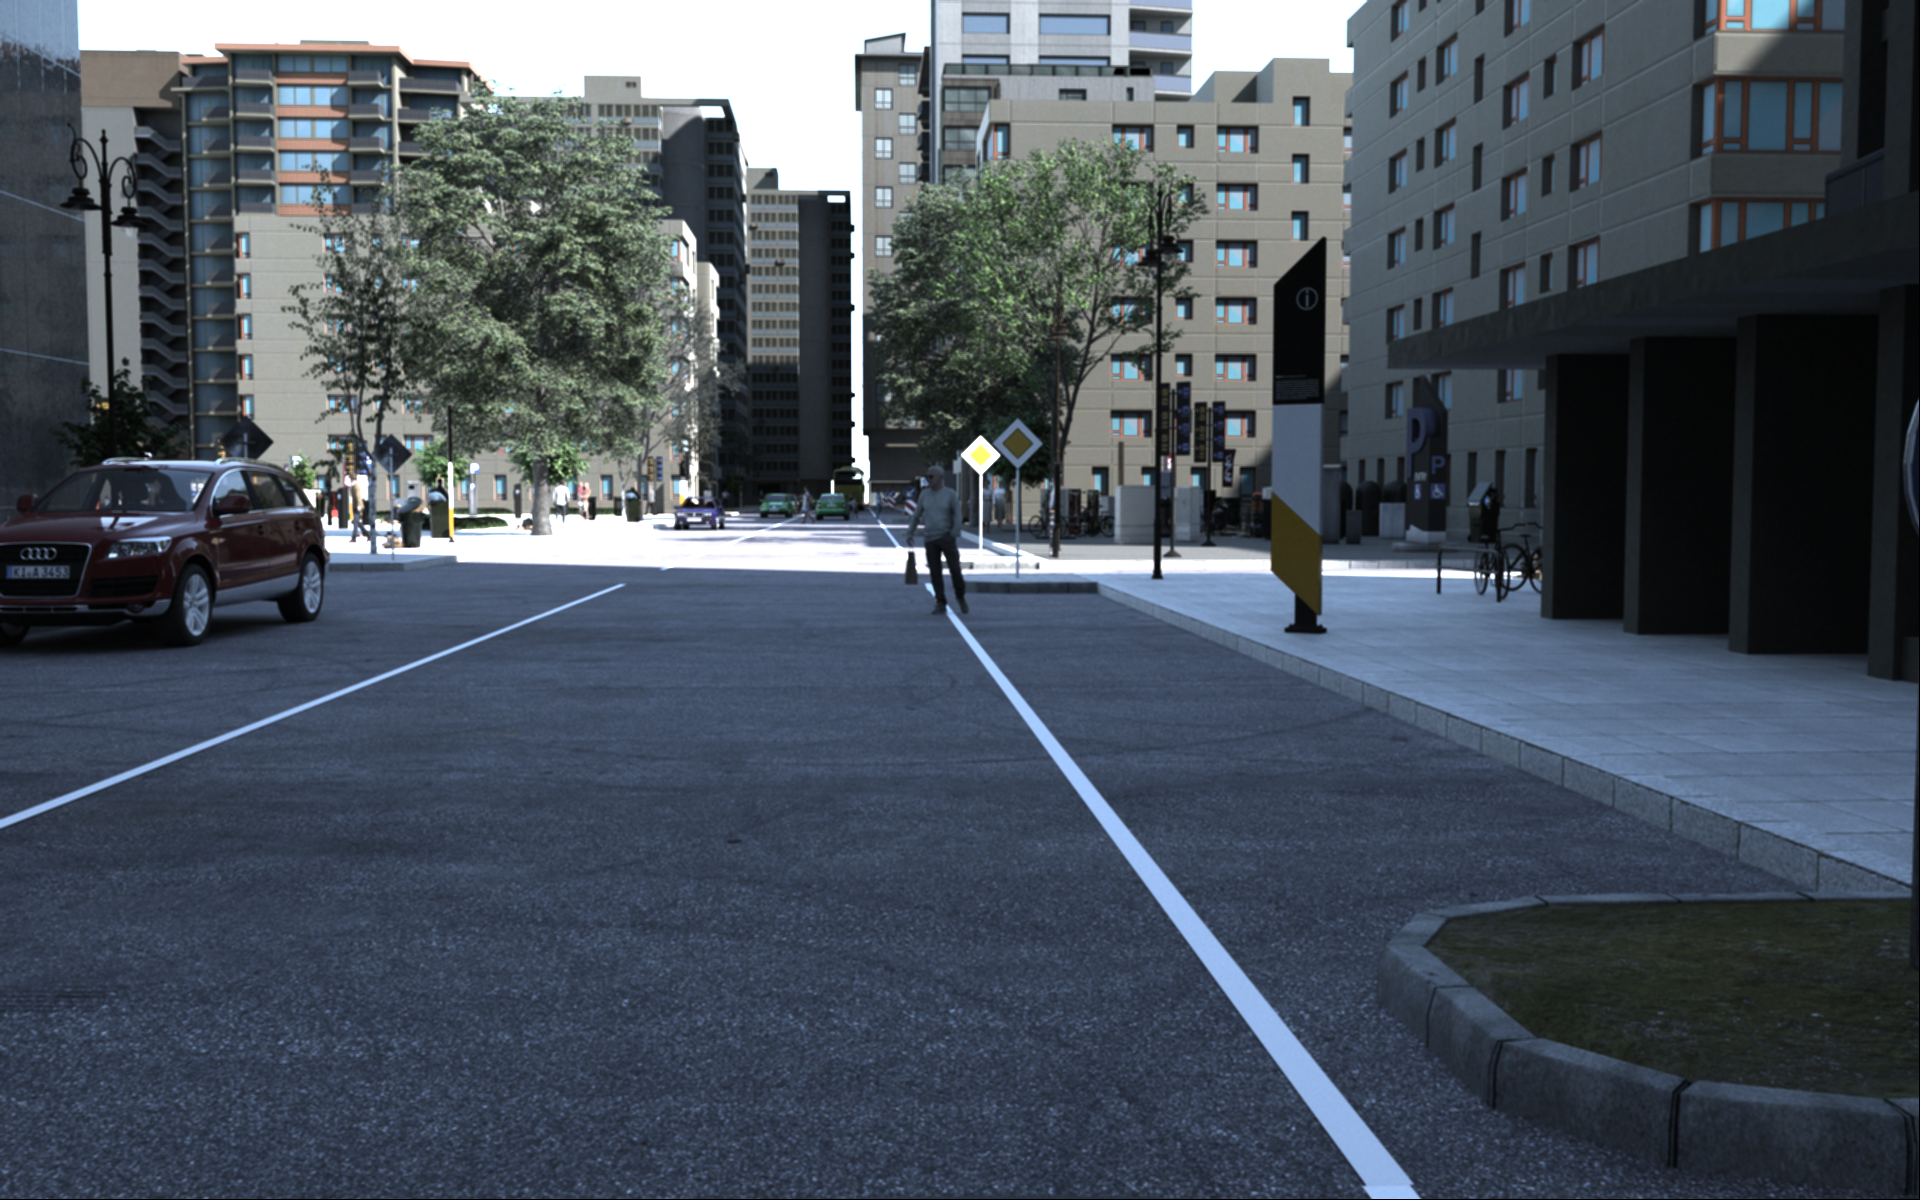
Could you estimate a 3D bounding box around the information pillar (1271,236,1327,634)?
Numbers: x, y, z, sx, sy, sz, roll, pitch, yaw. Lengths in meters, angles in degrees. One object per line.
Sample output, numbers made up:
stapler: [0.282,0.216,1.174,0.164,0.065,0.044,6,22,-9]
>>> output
information pillar: [3.134,-1.507,15.987,0.504,3.616,0.183,2,4,31]

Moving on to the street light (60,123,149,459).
street light: [-10.851,-3.018,22.125,0.468,5.910,1.993,0,4,-3]

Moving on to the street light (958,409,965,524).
street light: [0.125,-6.192,74.031,0.468,5.910,1.993,0,4,-3]

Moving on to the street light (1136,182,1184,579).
street light: [2.988,-3.258,26.054,0.468,5.910,1.993,0,4,-3]

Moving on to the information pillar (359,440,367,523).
information pillar: [-25.931,-5.117,75.021,0.504,3.616,0.183,-1,4,-16]

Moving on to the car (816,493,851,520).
car: [-6.996,-5.310,95.615,1.959,1.807,4.718,0,4,-2]

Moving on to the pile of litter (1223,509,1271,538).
pile of litter: [8.793,-2.270,51.074,1.719,0.858,1.176,1,4,20]

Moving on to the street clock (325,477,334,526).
street clock: [-25.357,-3.980,69.642,0.358,2.002,0.471,-1,4,-13]

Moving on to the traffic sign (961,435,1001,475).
traffic sign: [0.429,-1.964,34.299,0.795,2.593,0.064,0,4,-3]

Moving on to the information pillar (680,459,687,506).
information pillar: [-17.370,-7.184,108.811,0.504,3.616,0.183,-3,5,-39]

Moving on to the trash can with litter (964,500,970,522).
trash can with litter: [0.467,-4.131,78.927,1.055,1.170,0.624,-3,5,-42]

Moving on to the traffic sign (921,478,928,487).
traffic sign: [-2.110,-6.368,106.238,0.606,2.300,0.079,0,4,6]

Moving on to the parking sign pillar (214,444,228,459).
parking sign pillar: [-39.986,-6.478,94.394,1.447,3.967,1.447,1,4,16]

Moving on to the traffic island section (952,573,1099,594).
traffic island section: [0.919,-0.253,26.412,2.009,0.180,2.903,0,4,-3]

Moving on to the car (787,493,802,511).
car: [-14.955,-8.754,152.171,2.155,1.783,4.494,0,4,-5]

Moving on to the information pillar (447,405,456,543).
information pillar: [-13.425,-3.319,45.618,0.183,3.616,0.504,-1,4,-19]

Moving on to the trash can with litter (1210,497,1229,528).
trash can with litter: [10.785,-3.687,71.671,0.624,1.170,1.055,2,4,26]

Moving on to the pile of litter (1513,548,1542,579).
pile of litter: [9.306,-0.763,26.441,1.719,0.858,1.176,1,4,9]

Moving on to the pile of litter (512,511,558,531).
pile of litter: [-14.905,-2.883,61.106,1.719,0.858,1.176,1,4,10]

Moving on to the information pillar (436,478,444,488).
information pillar: [-23.415,-4.500,78.066,0.304,2.012,0.304,-1,4,-10]

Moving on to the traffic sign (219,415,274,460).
traffic sign: [-10.579,-1.437,25.677,0.795,2.593,0.064,0,4,-3]

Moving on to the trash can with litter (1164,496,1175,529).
trash can with litter: [7.639,-3.264,64.421,1.678,1.210,2.233,0,4,0]

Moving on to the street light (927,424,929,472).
street light: [-2.020,-8.332,109.011,0.468,5.910,1.993,0,4,-3]

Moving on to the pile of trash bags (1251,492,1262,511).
pile of trash bags: [13.933,-3.855,72.783,3.447,1.369,1.912,1,4,21]

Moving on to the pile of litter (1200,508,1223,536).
pile of litter: [8.059,-2.411,53.392,1.719,0.858,1.176,0,4,5]

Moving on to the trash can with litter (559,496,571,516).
trash can with litter: [-23.105,-5.496,101.242,0.624,1.170,1.055,-1,4,-9]

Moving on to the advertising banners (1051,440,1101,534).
advertising banners: [3.717,-3.640,55.695,2.074,3.025,0.090,3,5,44]

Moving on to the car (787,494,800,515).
car: [-12.031,-6.705,119.413,2.009,1.686,4.222,0,4,-3]

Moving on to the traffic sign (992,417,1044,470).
traffic sign: [0.896,-1.476,26.328,0.795,2.593,0.064,0,4,-3]

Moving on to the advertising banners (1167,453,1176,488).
advertising banners: [9.579,-4.721,73.384,2.074,3.025,0.090,-1,4,-23]

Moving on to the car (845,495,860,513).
car: [-8.551,-7.225,130.710,1.945,1.354,3.894,0,4,-2]

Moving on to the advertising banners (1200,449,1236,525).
advertising banners: [9.663,-4.343,67.201,2.074,3.025,0.090,0,4,1]

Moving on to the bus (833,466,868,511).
bus: [-9.692,-9.862,152.787,2.896,3.916,12.252,0,4,-2]

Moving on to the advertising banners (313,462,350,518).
advertising banners: [-33.795,-5.950,93.474,2.074,3.025,0.090,-1,4,-16]

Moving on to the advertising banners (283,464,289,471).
advertising banners: [-38.165,-6.307,99.306,2.074,3.025,0.090,3,4,36]

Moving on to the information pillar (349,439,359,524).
information pillar: [-25.903,-5.042,73.788,0.183,3.616,0.504,0,4,-7]

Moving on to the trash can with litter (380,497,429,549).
trash can with litter: [-13.083,-1.798,40.784,0.624,1.170,1.055,2,4,30]

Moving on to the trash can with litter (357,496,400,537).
trash can with litter: [-17.457,-2.504,52.000,1.678,1.210,2.233,1,4,14]

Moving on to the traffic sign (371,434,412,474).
traffic sign: [-11.047,-1.924,33.649,0.795,2.593,0.064,0,4,-3]

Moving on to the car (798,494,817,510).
car: [-14.245,-9.146,159.759,2.015,1.641,3.980,0,4,-5]

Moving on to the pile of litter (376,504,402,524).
pile of litter: [-23.879,-3.647,73.599,1.719,0.858,1.176,0,4,0]

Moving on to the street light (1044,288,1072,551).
street light: [2.201,-4.052,39.046,0.468,5.910,1.993,0,4,-3]

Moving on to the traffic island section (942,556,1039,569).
traffic island section: [0.452,-0.740,34.383,2.009,0.180,2.903,0,4,-3]

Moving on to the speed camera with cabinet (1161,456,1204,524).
speed camera with cabinet: [8.934,-4.603,69.602,2.038,3.252,0.660,0,4,5]

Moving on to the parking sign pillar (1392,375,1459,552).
parking sign pillar: [10.443,-3.075,38.757,1.447,3.967,1.447,0,4,-7]

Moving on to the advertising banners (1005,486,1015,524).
advertising banners: [2.186,-4.805,74.745,0.090,3.025,2.074,-1,4,-10]
